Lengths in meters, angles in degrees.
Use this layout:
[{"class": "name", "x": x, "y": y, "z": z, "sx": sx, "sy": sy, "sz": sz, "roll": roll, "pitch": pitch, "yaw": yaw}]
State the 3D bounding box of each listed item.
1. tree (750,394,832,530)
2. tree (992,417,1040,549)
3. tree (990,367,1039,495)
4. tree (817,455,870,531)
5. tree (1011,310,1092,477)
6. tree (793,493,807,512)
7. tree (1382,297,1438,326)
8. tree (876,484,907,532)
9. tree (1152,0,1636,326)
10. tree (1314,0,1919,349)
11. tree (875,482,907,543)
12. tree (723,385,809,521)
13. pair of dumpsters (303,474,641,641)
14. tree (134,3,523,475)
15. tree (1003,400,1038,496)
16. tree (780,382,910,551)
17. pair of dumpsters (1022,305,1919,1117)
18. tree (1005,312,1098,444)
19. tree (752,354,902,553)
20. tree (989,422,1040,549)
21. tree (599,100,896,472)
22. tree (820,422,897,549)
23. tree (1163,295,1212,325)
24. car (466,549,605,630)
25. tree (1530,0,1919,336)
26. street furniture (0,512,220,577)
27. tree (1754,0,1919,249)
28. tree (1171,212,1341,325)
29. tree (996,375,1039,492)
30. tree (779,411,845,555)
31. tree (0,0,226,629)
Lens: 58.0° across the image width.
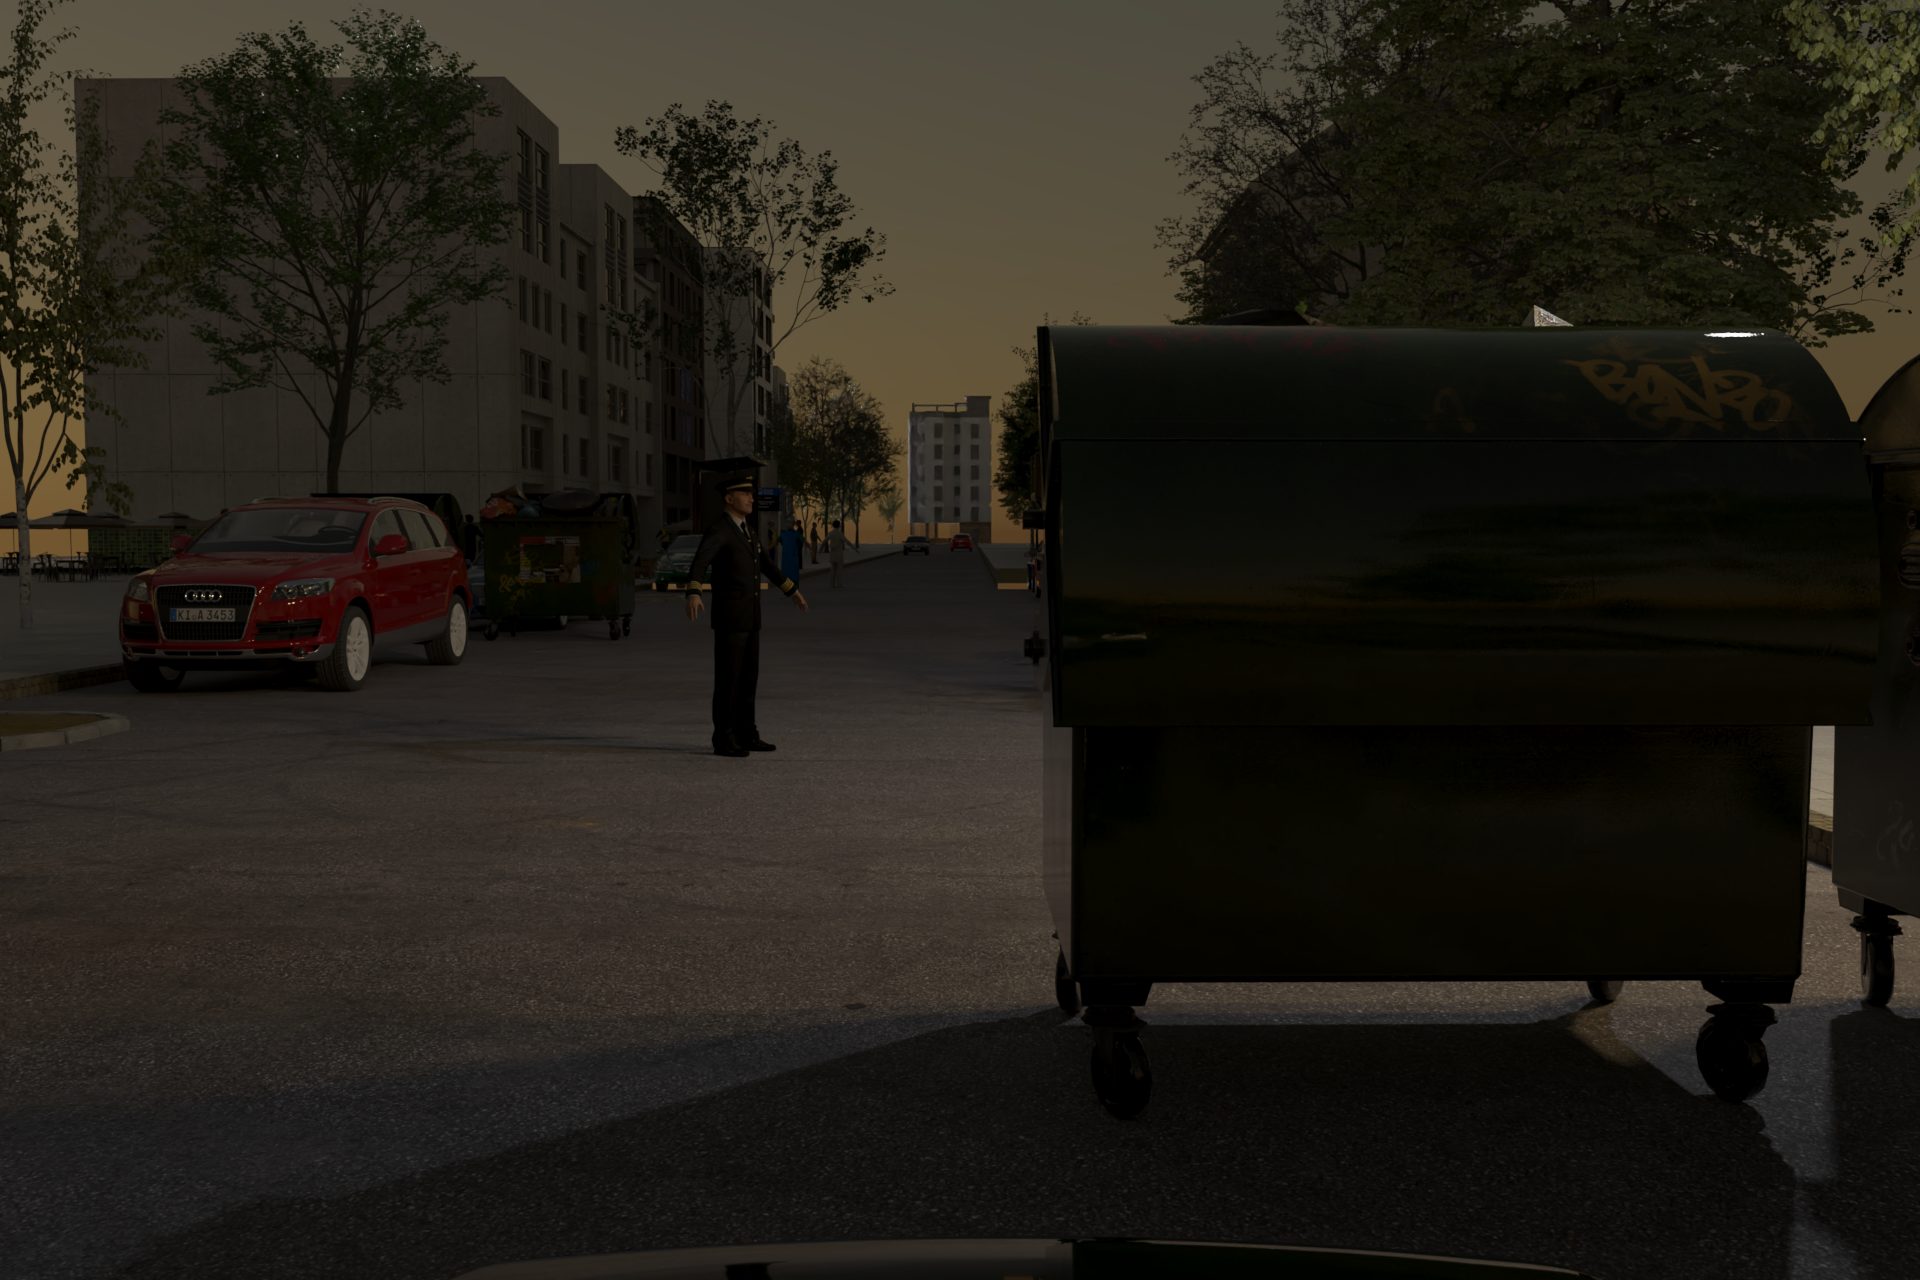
[{"class": "tree", "x": -9.470, "y": -8.670, "z": 92.121, "sx": 4.360, "sy": 8.622, "sz": 3.978, "roll": 0, "pitch": 3, "yaw": 0}, {"class": "tree", "x": 6.496, "y": -14.065, "z": 148.089, "sx": 7.486, "sy": 12.596, "sz": 7.792, "roll": 0, "pitch": 3, "yaw": 0}, {"class": "tree", "x": 5.586, "y": -9.357, "z": 87.391, "sx": 7.601, "sy": 10.594, "sz": 8.767, "roll": 2, "pitch": 4, "yaw": 26}, {"class": "tree", "x": -15.877, "y": -19.529, "z": 237.419, "sx": 7.486, "sy": 12.596, "sz": 7.792, "roll": 0, "pitch": 3, "yaw": 0}, {"class": "tree", "x": 5.646, "y": -8.471, "z": 72.915, "sx": 7.601, "sy": 10.594, "sz": 8.767, "roll": 0, "pitch": 4, "yaw": 1}, {"class": "tree", "x": -24.773, "y": -19.388, "z": 242.753, "sx": 9.928, "sy": 11.665, "sz": 9.643, "roll": 0, "pitch": 3, "yaw": 0}, {"class": "tree", "x": 13.601, "y": -6.254, "z": 52.612, "sx": 4.737, "sy": 8.622, "sz": 4.395, "roll": 0, "pitch": 3, "yaw": 0}, {"class": "tree", "x": -9.200, "y": -17.919, "z": 243.335, "sx": 4.360, "sy": 8.622, "sz": 3.978, "roll": 0, "pitch": 3, "yaw": 0}, {"class": "tree", "x": 8.406, "y": -7.567, "z": 34.098, "sx": 12.009, "sy": 13.543, "sz": 11.850, "roll": 0, "pitch": 3, "yaw": 0}, {"class": "tree", "x": 8.395, "y": -6.399, "z": 22.758, "sx": 7.486, "sy": 12.596, "sz": 7.792, "roll": 0, "pitch": 3, "yaw": 0}, {"class": "tree", "x": -9.475, "y": -17.474, "z": 236.066, "sx": 4.737, "sy": 8.622, "sz": 4.395, "roll": 0, "pitch": 3, "yaw": 0}, {"class": "tree", "x": -9.024, "y": -8.243, "z": 85.135, "sx": 4.360, "sy": 8.622, "sz": 3.978, "roll": 0, "pitch": 3, "yaw": 0}, {"class": "pair of dumpsters", "x": -6.677, "y": -1.144, "z": 23.650, "sx": 4.436, "sy": 2.255, "sz": 1.574, "roll": 0, "pitch": 4, "yaw": 0}, {"class": "tree", "x": -12.378, "y": -6.641, "z": 34.333, "sx": 9.928, "sy": 11.665, "sz": 9.643, "roll": 0, "pitch": 3, "yaw": 0}, {"class": "tree", "x": 6.514, "y": -11.801, "z": 118.697, "sx": 9.928, "sy": 11.665, "sz": 9.643, "roll": 0, "pitch": 3, "yaw": 0}, {"class": "tree", "x": -9.065, "y": -13.759, "z": 135.333, "sx": 12.009, "sy": 13.543, "sz": 11.850, "roll": 0, "pitch": 3, "yaw": 0}, {"class": "pair of dumpsters", "x": 2.387, "y": 0.011, "z": 4.771, "sx": 4.436, "sy": 2.255, "sz": 1.574, "roll": 0, "pitch": 4, "yaw": -1}, {"class": "tree", "x": 3.654, "y": -6.599, "z": 58.250, "sx": 4.737, "sy": 8.622, "sz": 4.395, "roll": 0, "pitch": 3, "yaw": 0}, {"class": "tree", "x": -9.121, "y": -12.679, "z": 117.667, "sx": 12.009, "sy": 13.543, "sz": 11.850, "roll": 0, "pitch": 3, "yaw": 0}, {"class": "tree", "x": 5.990, "y": -11.975, "z": 130.206, "sx": 8.767, "sy": 10.594, "sz": 7.601, "roll": 2, "pitch": 4, "yaw": 30}, {"class": "tree", "x": -9.125, "y": -13.348, "z": 74.129, "sx": 12.611, "sy": 20.169, "sz": 13.585, "roll": 0, "pitch": 3, "yaw": 0}, {"class": "tree", "x": -9.164, "y": -13.818, "z": 151.673, "sx": 9.928, "sy": 11.665, "sz": 9.643, "roll": 0, "pitch": 3, "yaw": 0}, {"class": "tree", "x": 7.924, "y": -6.287, "z": 53.154, "sx": 4.360, "sy": 8.622, "sz": 3.978, "roll": 0, "pitch": 3, "yaw": 0}, {"class": "car", "x": -6.785, "y": -0.946, "z": 27.475, "sx": 2.014, "sy": 1.417, "sz": 4.499, "roll": 0, "pitch": 4, "yaw": 1}, {"class": "tree", "x": 24.469, "y": -12.183, "z": 55.083, "sx": 12.611, "sy": 20.169, "sz": 13.585, "roll": 0, "pitch": 3, "yaw": 0}, {"class": "street furniture", "x": -27.078, "y": -3.168, "z": 56.821, "sx": 27.439, "sy": 1.986, "sz": 14.083, "roll": -1, "pitch": 4, "yaw": -9}, {"class": "tree", "x": 8.266, "y": -3.865, "z": 13.558, "sx": 4.737, "sy": 8.622, "sz": 4.395, "roll": 0, "pitch": 3, "yaw": 0}, {"class": "tree", "x": 10.640, "y": -8.809, "z": 62.156, "sx": 7.486, "sy": 12.596, "sz": 7.792, "roll": 0, "pitch": 3, "yaw": 0}, {"class": "tree", "x": 5.664, "y": -11.040, "z": 106.258, "sx": 9.928, "sy": 11.665, "sz": 9.643, "roll": 0, "pitch": 3, "yaw": 0}, {"class": "tree", "x": -9.158, "y": -9.369, "z": 103.553, "sx": 4.737, "sy": 8.622, "sz": 4.395, "roll": 0, "pitch": 3, "yaw": 0}, {"class": "tree", "x": -12.450, "y": -4.457, "z": 23.228, "sx": 4.737, "sy": 8.622, "sz": 4.395, "roll": 0, "pitch": 3, "yaw": 0}]
